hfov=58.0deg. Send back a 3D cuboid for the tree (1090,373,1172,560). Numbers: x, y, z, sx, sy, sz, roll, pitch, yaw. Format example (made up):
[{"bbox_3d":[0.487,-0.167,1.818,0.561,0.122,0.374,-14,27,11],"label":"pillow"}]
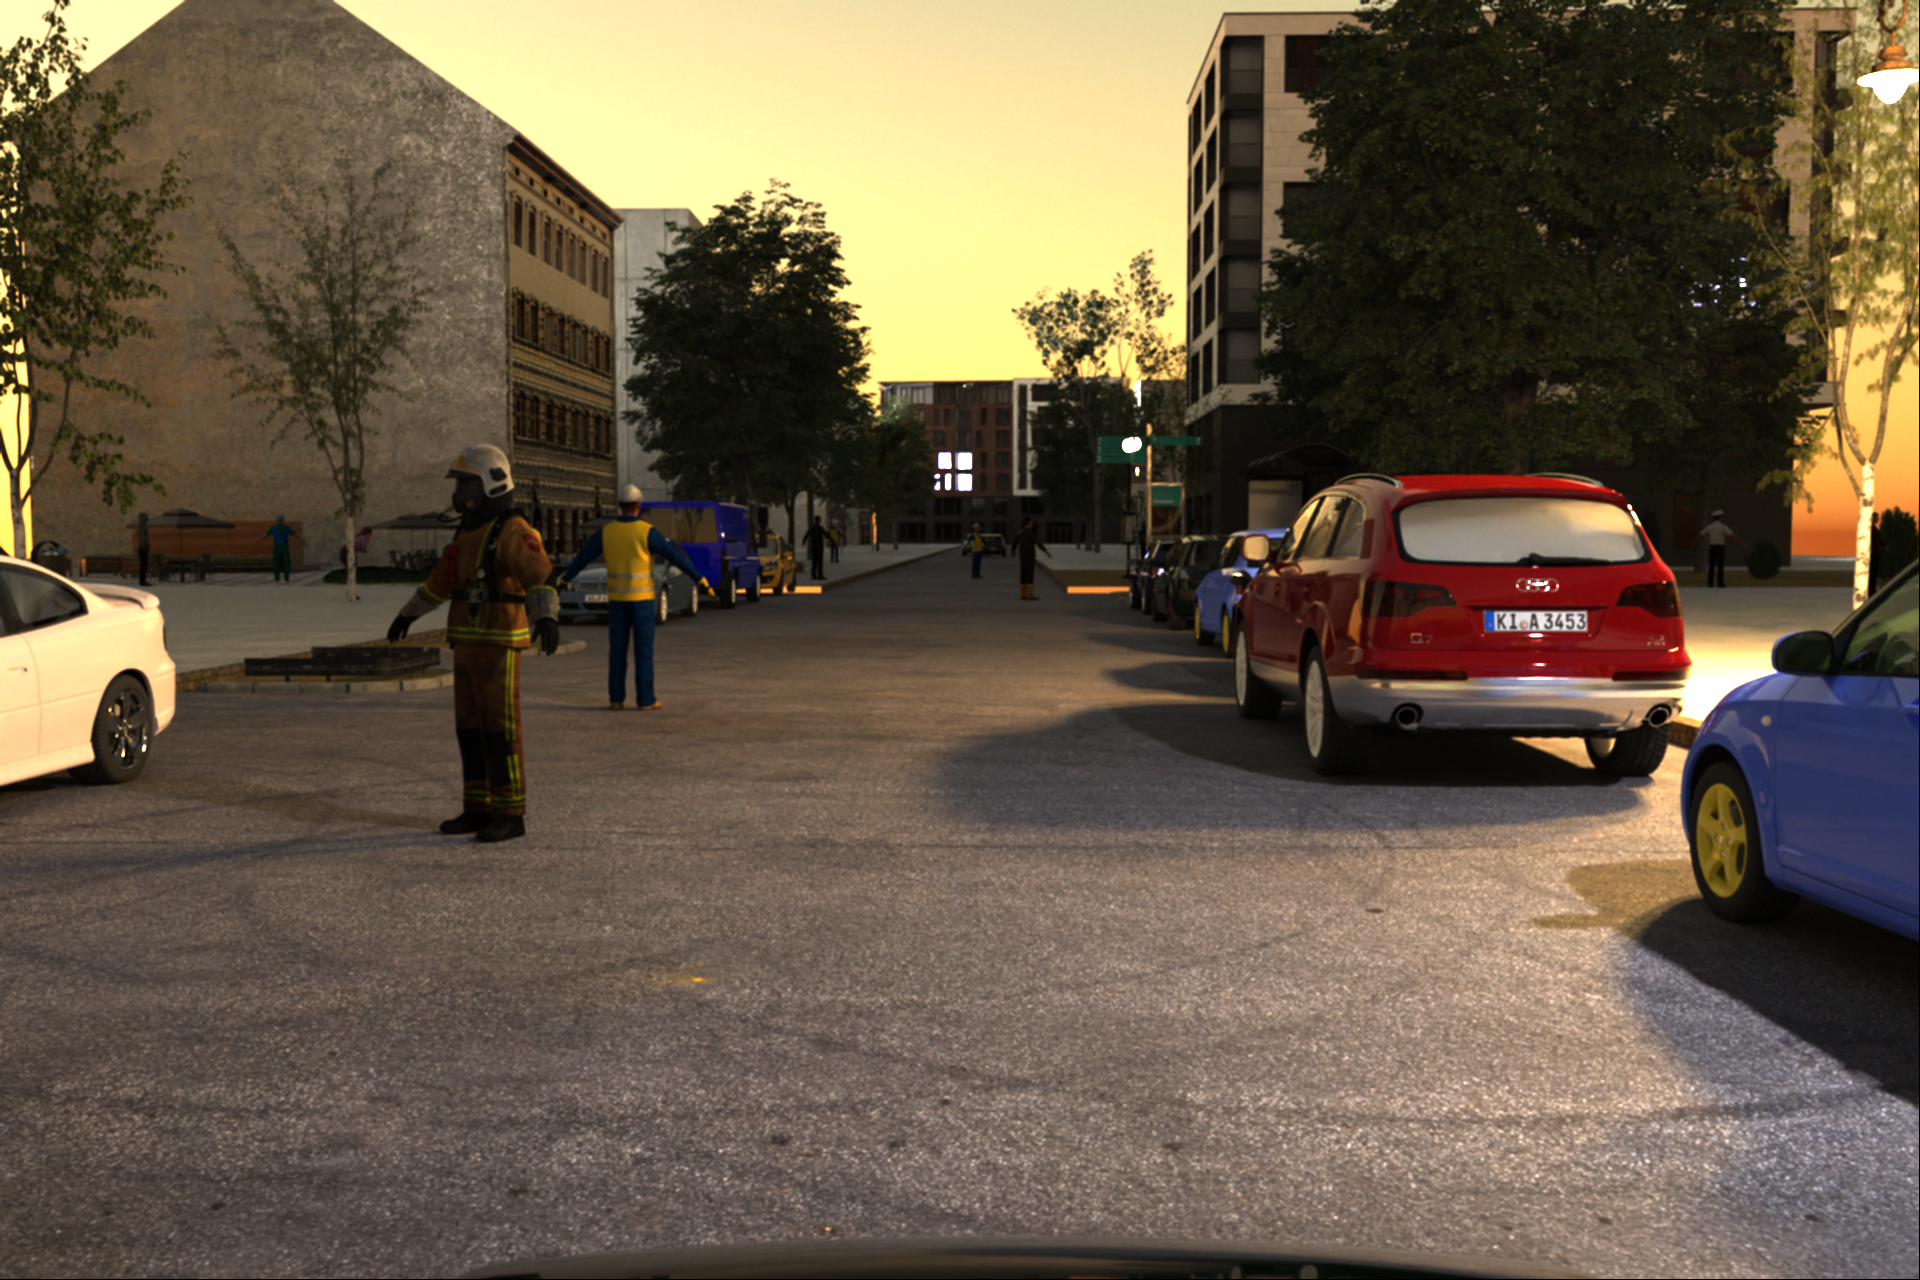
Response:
[{"bbox_3d":[8.020,-7.839,78.524,4.737,8.622,4.395,0,3,0],"label":"tree"}]

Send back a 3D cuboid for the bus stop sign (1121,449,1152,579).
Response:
[{"bbox_3d":[5.052,-3.724,49.598,0.855,3.939,0.416,0,4,2],"label":"bus stop sign"}]

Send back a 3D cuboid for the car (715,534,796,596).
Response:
[{"bbox_3d":[-4.957,-1.917,41.571,2.015,1.641,3.980,0,4,1],"label":"car"}]

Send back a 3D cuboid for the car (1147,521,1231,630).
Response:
[{"bbox_3d":[3.981,-1.062,27.152,2.009,1.686,4.222,0,4,1],"label":"car"}]

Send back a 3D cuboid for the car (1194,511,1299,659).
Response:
[{"bbox_3d":[3.877,-0.709,21.187,1.945,1.707,3.694,0,3,0],"label":"car"}]

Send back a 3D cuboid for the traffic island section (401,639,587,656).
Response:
[{"bbox_3d":[-5.694,0.096,21.293,1.991,0.108,1.994,0,4,2],"label":"traffic island section"}]

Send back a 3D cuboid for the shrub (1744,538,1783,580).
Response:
[{"bbox_3d":[22.688,-2.311,48.896,1.383,1.207,1.383,0,3,0],"label":"shrub"}]

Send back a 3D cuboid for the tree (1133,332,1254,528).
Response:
[{"bbox_3d":[7.954,-6.907,63.293,4.360,8.622,3.978,0,3,0],"label":"tree"}]

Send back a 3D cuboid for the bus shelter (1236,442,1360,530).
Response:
[{"bbox_3d":[7.873,-2.873,40.902,2.014,3.302,5.546,0,4,2],"label":"bus shelter"}]

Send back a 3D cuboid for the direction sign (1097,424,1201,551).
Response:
[{"bbox_3d":[4.600,-3.235,41.659,2.525,3.948,1.411,0,4,0],"label":"direction sign"}]

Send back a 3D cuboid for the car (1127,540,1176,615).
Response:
[{"bbox_3d":[4.126,-1.198,32.175,1.945,1.354,3.894,0,4,0],"label":"car"}]

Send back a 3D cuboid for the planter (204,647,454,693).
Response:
[{"bbox_3d":[-5.822,0.278,16.601,1.991,0.319,1.994,0,4,1],"label":"planter"}]

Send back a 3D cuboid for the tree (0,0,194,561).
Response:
[{"bbox_3d":[-11.220,-4.289,20.486,4.737,8.622,4.395,0,3,0],"label":"tree"}]

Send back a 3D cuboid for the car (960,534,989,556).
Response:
[{"bbox_3d":[1.076,-6.326,115.220,2.131,1.459,4.920,0,4,2],"label":"car"}]

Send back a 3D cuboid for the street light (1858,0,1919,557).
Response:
[{"bbox_3d":[7.195,-2.448,12.814,0.468,5.910,1.993,0,4,2],"label":"street light"}]

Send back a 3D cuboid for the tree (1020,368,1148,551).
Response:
[{"bbox_3d":[9.705,-13.748,131.436,9.857,13.997,8.962,0,3,0],"label":"tree"}]

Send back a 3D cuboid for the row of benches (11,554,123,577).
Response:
[{"bbox_3d":[-26.996,-2.205,51.519,4.104,0.672,1.422,-3,5,-43],"label":"row of benches"}]

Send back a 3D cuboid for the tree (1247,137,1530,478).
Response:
[{"bbox_3d":[13.212,-8.991,53.664,9.857,13.997,8.962,0,3,0],"label":"tree"}]

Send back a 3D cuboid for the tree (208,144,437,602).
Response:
[{"bbox_3d":[-11.337,-5.036,32.700,4.360,8.622,3.978,0,3,0],"label":"tree"}]

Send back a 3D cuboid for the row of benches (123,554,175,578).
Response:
[{"bbox_3d":[-24.396,-2.246,52.181,1.422,0.672,4.104,-1,4,-13],"label":"row of benches"}]

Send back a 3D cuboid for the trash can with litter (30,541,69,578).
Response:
[{"bbox_3d":[-8.804,-0.385,17.358,1.678,1.210,2.233,0,4,1],"label":"trash can with litter"}]

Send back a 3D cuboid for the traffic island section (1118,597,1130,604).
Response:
[{"bbox_3d":[4.313,-0.815,36.191,1.991,0.108,1.994,0,4,2],"label":"traffic island section"}]

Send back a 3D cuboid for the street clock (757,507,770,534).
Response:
[{"bbox_3d":[-5.197,-2.520,45.772,0.358,2.002,0.471,0,4,1],"label":"street clock"}]

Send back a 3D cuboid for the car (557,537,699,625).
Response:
[{"bbox_3d":[-5.473,-1.024,28.741,2.014,1.417,4.499,0,4,1],"label":"car"}]

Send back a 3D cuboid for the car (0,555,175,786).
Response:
[{"bbox_3d":[-5.734,0.227,8.654,2.083,1.381,4.827,0,4,1],"label":"car"}]

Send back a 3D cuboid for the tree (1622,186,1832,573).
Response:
[{"bbox_3d":[24.834,-8.497,57.053,7.486,12.596,7.792,0,3,0],"label":"tree"}]

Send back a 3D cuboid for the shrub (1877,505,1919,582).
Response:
[{"bbox_3d":[25.185,-2.607,46.671,1.661,2.075,1.752,0,3,0],"label":"shrub"}]

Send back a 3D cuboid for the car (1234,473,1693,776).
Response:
[{"bbox_3d":[3.148,-0.193,11.826,2.281,1.827,5.304,0,4,1],"label":"car"}]

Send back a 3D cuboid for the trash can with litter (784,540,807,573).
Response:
[{"bbox_3d":[-5.622,-2.835,57.740,1.055,1.170,0.624,0,4,2],"label":"trash can with litter"}]

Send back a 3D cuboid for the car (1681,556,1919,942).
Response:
[{"bbox_3d":[3.649,0.261,5.319,1.945,1.707,3.694,0,3,0],"label":"car"}]

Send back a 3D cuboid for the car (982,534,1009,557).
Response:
[{"bbox_3d":[2.017,-5.970,107.403,2.009,1.686,4.222,0,4,1],"label":"car"}]

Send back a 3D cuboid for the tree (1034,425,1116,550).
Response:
[{"bbox_3d":[9.560,-12.806,143.791,7.601,10.594,8.767,1,4,14],"label":"tree"}]

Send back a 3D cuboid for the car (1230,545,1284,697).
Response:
[{"bbox_3d":[3.662,-0.418,16.626,2.009,1.686,4.222,0,4,2],"label":"car"}]

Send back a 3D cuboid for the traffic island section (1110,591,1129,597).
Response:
[{"bbox_3d":[4.461,-1.039,39.853,1.991,0.108,1.994,0,4,2],"label":"traffic island section"}]

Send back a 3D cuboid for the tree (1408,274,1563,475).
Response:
[{"bbox_3d":[13.205,-5.850,46.016,4.360,8.622,3.978,0,3,0],"label":"tree"}]

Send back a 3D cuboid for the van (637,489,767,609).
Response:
[{"bbox_3d":[-5.212,-1.863,34.840,2.240,2.365,5.245,0,4,1],"label":"van"}]
